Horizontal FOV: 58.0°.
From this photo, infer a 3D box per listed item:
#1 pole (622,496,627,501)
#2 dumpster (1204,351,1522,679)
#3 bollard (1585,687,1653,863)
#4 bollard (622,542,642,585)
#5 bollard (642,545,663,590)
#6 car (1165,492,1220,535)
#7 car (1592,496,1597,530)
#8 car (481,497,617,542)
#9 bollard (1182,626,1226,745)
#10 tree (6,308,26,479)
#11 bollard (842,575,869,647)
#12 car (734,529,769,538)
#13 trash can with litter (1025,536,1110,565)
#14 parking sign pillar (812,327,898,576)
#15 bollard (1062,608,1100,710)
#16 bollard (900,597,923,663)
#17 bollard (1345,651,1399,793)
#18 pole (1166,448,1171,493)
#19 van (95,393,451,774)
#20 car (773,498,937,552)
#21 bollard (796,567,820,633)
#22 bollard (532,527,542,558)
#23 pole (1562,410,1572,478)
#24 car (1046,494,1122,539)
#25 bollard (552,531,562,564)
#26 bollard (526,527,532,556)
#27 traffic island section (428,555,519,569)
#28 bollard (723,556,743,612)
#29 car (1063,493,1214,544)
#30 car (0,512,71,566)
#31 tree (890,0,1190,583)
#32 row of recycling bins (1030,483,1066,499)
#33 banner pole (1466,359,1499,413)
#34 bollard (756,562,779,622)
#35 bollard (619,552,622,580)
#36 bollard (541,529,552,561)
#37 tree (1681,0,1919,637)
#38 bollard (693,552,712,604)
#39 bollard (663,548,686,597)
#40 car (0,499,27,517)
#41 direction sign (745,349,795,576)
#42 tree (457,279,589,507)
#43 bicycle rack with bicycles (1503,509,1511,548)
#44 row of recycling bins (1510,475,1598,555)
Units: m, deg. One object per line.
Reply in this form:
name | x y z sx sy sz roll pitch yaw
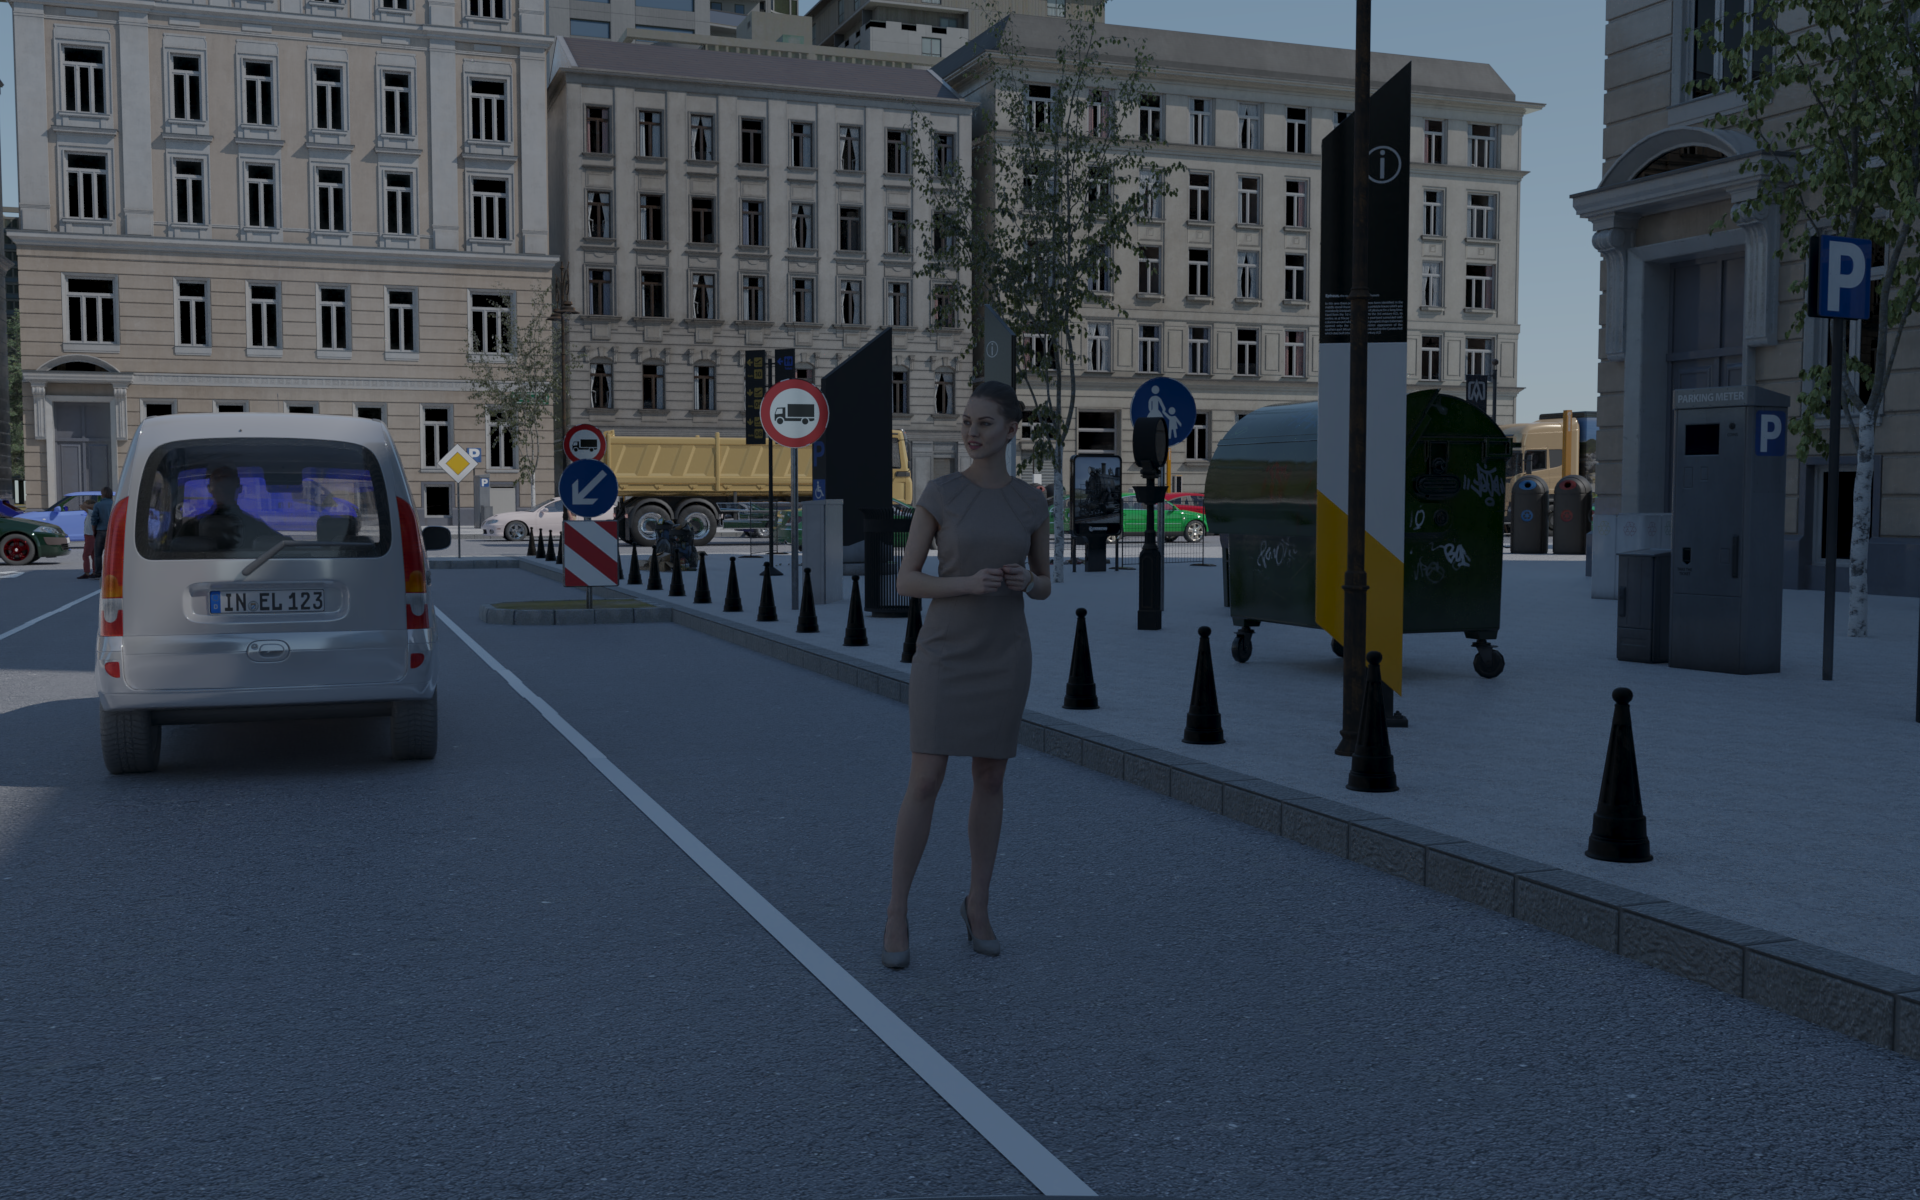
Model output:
pole | -13.339 -4.586 68.822 0.158 3.312 0.155 0 3 0
dumpster | 2.888 -0.615 12.553 1.502 2.255 1.985 -1 4 -21
bollard | 2.331 0.607 6.111 0.229 0.601 0.229 0 3 0
bollard | -4.623 -0.524 24.607 0.229 0.601 0.229 0 3 0
bollard | -4.089 -0.437 23.192 0.229 0.601 0.229 0 3 0
car | 8.122 -3.108 59.855 4.494 1.783 2.155 -1 4 -21
car | 19.620 -2.524 50.059 4.718 1.807 1.959 -1 4 -20
car | -12.333 -2.522 53.601 4.827 1.381 2.083 -1 4 -20
bollard | 1.262 0.434 8.948 0.229 0.601 0.229 0 3 0
tree | -60.783 -12.619 112.978 9.857 13.997 8.962 0 3 0
bollard | -0.882 0.085 14.657 0.229 0.601 0.229 0 3 0
car | -5.548 -2.745 57.454 3.894 1.354 1.945 -1 4 -22
trash can with litter | 1.887 -1.273 31.877 2.233 1.210 1.678 -1 4 -21
parking sign pillar | -1.724 -2.404 27.778 1.447 3.967 1.447 -3 4 -38
bollard | 0.726 0.346 10.380 0.229 0.601 0.229 0 3 0
bollard | -0.345 0.172 13.224 0.229 0.601 0.229 0 3 0
bollard | 1.796 0.521 7.527 0.229 0.601 0.229 0 3 0
pole | 9.289 -5.093 77.119 0.158 3.312 0.155 0 3 0
van | -4.070 -0.208 10.407 2.013 2.044 4.112 -1 4 -19
car | -2.056 -1.806 41.324 4.920 1.459 2.131 -1 4 -22
bollard | -1.414 -0.002 16.072 0.229 0.601 0.229 0 3 0
bollard | -8.372 -1.135 34.594 0.229 0.601 0.229 0 3 0
pole | 14.718 -2.948 42.046 0.158 3.312 0.155 0 3 0
car | 3.361 -2.634 54.861 4.920 1.459 2.131 -1 4 -20
bollard | -7.303 -0.960 31.742 0.229 0.601 0.229 0 3 0
bollard | -8.906 -1.222 36.017 0.229 0.601 0.229 0 3 0
traffic island section | -9.977 -0.753 34.599 2.009 0.180 2.903 -1 4 -21
bollard | -2.480 -0.176 18.914 0.229 0.601 0.229 0 3 0
car | 5.308 -2.585 51.053 4.718 1.807 1.959 -1 4 -22
car | -20.288 -1.535 34.885 4.222 1.686 2.009 -1 4 -22
tree | 1.192 -4.556 24.855 4.360 8.622 3.978 0 3 0
row of recycling bins | 2.428 -3.465 63.768 3.534 1.692 1.069 -3 4 -38
banner pole | 9.677 -2.571 32.057 0.863 3.779 0.401 -1 4 -19
bollard | -1.947 -0.088 17.488 0.229 0.601 0.229 0 3 0
bollard | -5.162 -0.612 26.040 0.229 0.601 0.229 0 3 0
bollard | -7.837 -1.047 33.163 0.229 0.601 0.229 0 3 0
tree | 8.300 -3.977 15.389 4.737 8.622 4.395 0 3 0
bollard | -3.027 -0.264 20.353 0.229 0.601 0.229 0 3 0
bollard | -3.558 -0.351 21.775 0.229 0.601 0.229 0 3 0
car | -27.281 -2.090 46.745 3.894 1.354 1.945 -1 4 -20
direction sign | -2.973 -2.153 27.199 0.876 3.537 0.379 1 4 23
tree | -14.712 -6.616 58.529 4.360 8.622 3.978 0 3 0
bicycle rack with bicycles | 12.236 -1.722 41.533 2.925 0.926 2.852 -1 4 -12
row of recycling bins | 12.643 -1.838 37.163 3.534 1.692 1.069 2 4 27
